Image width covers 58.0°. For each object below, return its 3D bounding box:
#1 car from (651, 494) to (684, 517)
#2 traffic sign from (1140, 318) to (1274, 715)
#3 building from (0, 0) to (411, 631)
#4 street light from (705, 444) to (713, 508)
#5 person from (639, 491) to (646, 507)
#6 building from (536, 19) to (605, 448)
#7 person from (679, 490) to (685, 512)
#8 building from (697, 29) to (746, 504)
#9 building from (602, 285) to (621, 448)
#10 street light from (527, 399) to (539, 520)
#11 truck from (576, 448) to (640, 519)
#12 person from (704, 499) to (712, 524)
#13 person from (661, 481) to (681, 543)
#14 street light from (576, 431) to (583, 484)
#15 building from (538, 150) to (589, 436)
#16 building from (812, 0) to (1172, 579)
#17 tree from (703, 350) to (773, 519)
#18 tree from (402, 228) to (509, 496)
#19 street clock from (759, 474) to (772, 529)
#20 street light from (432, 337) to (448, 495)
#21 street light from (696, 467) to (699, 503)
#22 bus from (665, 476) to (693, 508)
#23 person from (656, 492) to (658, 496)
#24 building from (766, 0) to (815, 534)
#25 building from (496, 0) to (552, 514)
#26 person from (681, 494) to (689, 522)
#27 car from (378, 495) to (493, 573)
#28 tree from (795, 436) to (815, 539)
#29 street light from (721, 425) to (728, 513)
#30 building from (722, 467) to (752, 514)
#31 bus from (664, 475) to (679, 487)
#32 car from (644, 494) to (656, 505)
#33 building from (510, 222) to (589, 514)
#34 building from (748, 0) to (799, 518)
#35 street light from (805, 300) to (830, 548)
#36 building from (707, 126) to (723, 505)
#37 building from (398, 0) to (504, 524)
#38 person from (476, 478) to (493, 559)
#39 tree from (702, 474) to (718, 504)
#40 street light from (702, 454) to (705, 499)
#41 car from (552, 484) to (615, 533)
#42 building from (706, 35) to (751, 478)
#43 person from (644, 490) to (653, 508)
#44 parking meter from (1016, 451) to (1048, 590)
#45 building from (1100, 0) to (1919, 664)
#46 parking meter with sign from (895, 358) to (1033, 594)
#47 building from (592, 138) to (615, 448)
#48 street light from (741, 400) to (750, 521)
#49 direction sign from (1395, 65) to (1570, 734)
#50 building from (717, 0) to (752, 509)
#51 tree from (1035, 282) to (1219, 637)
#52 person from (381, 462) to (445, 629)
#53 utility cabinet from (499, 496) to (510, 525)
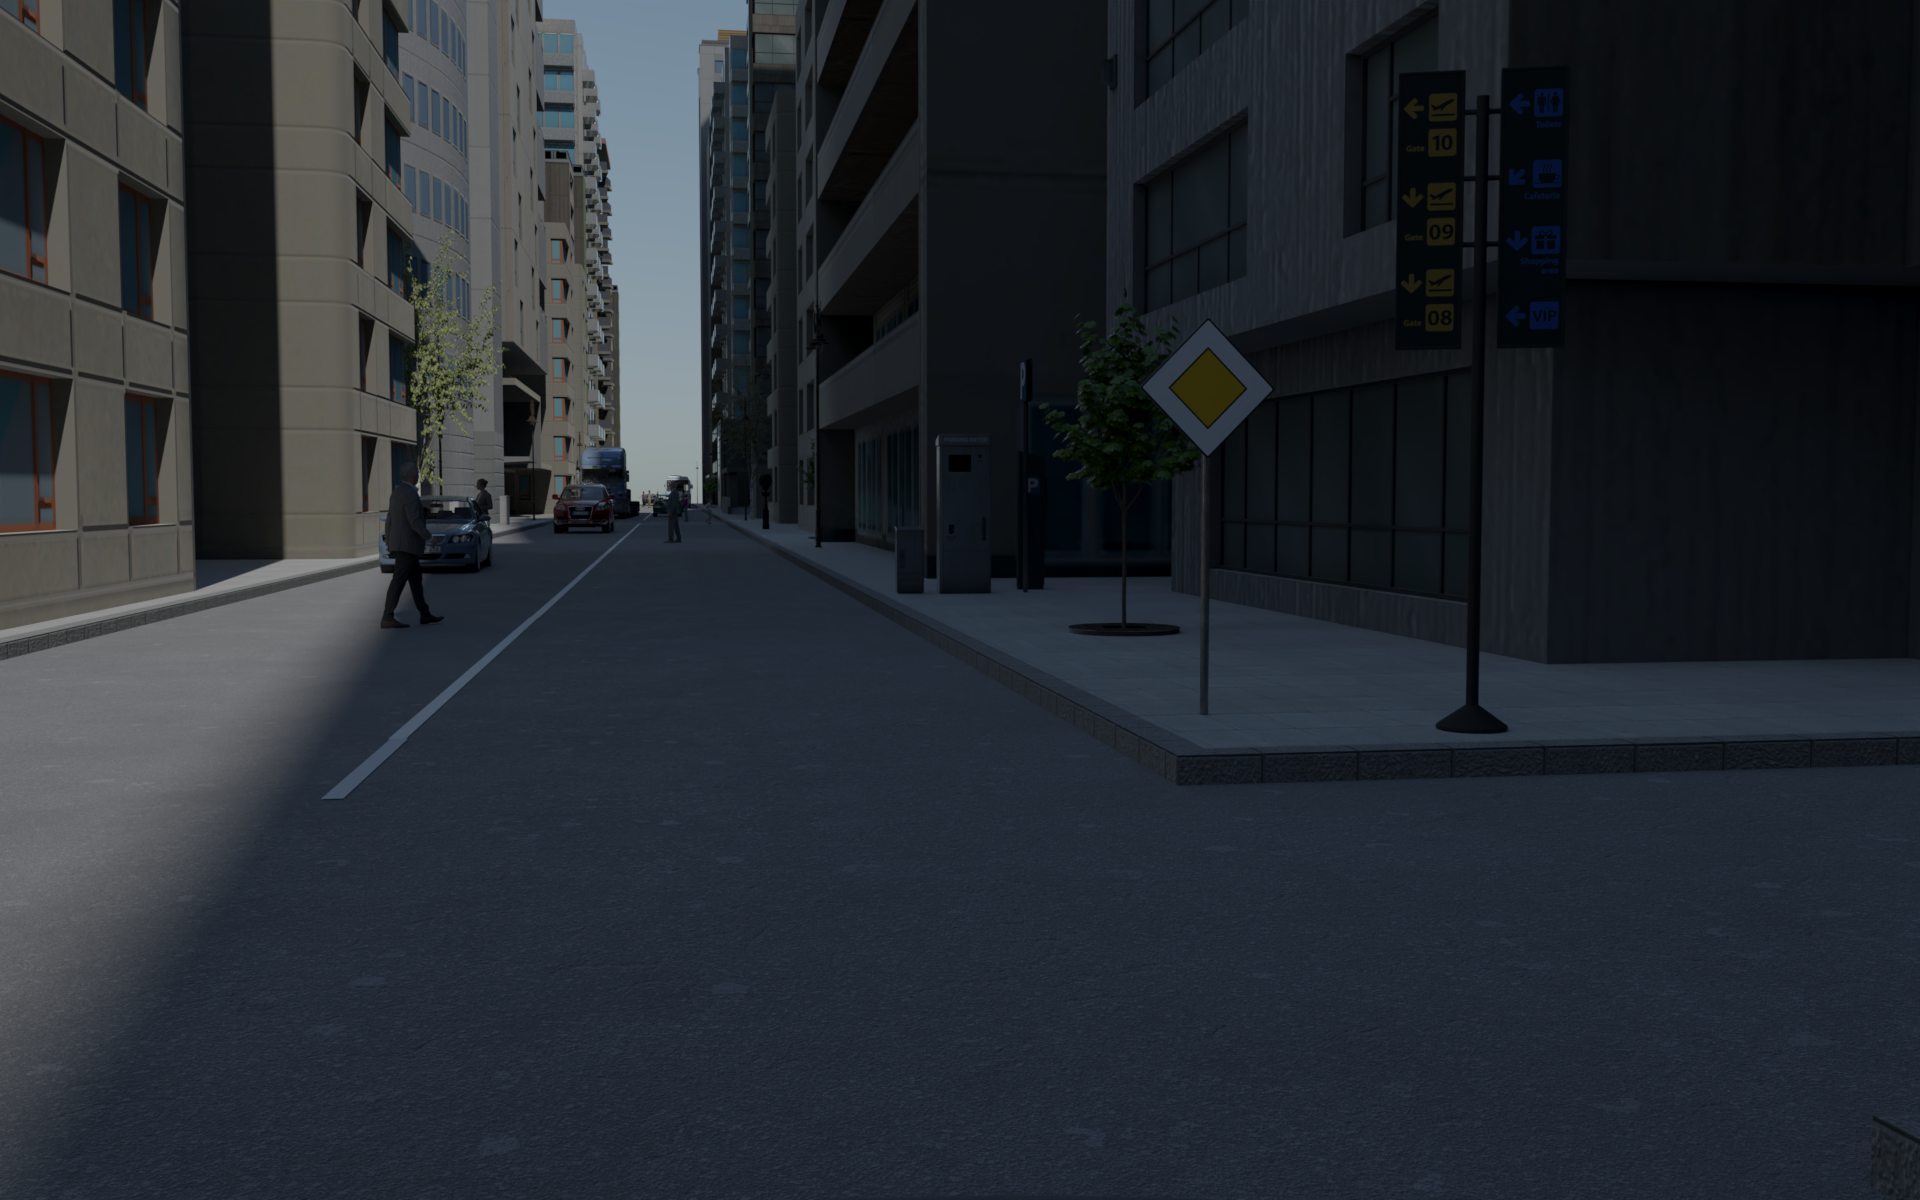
[{"bbox_3d":[-18.580,-6.009,110.049,2.131,1.459,4.920,-1,4,-9],"label":"car"},{"bbox_3d":[1.415,-0.389,10.000,0.795,2.450,0.064,-1,4,-9],"label":"traffic sign"},{"bbox_3d":[-24.727,-11.060,25.873,27.650,21.520,28.899,-1,4,-9],"label":"building"},{"bbox_3d":[-22.872,-11.391,159.030,0.468,5.910,1.993,-1,4,-9],"label":"street light"},{"bbox_3d":[-35.009,-11.129,191.147,1.217,1.739,0.721,3,5,41],"label":"person"},{"bbox_3d":[-48.215,-34.119,177.456,23.786,49.044,30.456,-1,4,-9],"label":"building"},{"bbox_3d":[-21.587,-7.677,134.731,0.721,1.736,1.217,-3,5,-45],"label":"person"},{"bbox_3d":[-23.677,-41.991,228.554,21.231,58.520,28.212,-1,4,-9],"label":"building"},{"bbox_3d":[-52.296,-27.975,229.096,14.160,30.474,14.107,-1,4,-9],"label":"building"},{"bbox_3d":[-20.884,-6.847,84.743,0.468,5.910,1.993,-1,4,-9],"label":"street light"},{"bbox_3d":[-21.278,-7.106,105.947,2.967,4.110,18.799,0,4,-8],"label":"truck"},{"bbox_3d":[-12.046,-4.245,82.916,0.382,1.210,0.505,0,4,-3],"label":"person"},{"bbox_3d":[-8.524,-2.593,51.069,0.590,1.801,0.661,0,4,-2],"label":"person"},{"bbox_3d":[-27.821,-9.421,126.824,0.468,5.910,1.993,-1,4,-9],"label":"street light"},{"bbox_3d":[-38.556,-22.800,144.482,14.160,30.474,14.107,-1,4,-9],"label":"building"},{"bbox_3d":[8.297,-25.267,36.817,21.300,48.544,21.600,-1,4,-9],"label":"building"},{"bbox_3d":[-10.698,-8.401,87.721,4.360,8.622,3.978,0,3,0],"label":"tree"},{"bbox_3d":[-14.576,-5.922,47.191,4.737,8.622,4.395,0,3,0],"label":"tree"},{"bbox_3d":[-7.084,-3.584,63.175,0.358,2.002,0.471,3,4,38],"label":"street clock"},{"bbox_3d":[-15.245,-4.770,50.776,0.468,5.910,1.993,-1,4,-9],"label":"street light"},{"bbox_3d":[-36.615,-16.427,241.369,0.468,5.910,1.993,-1,4,-9],"label":"street light"},{"bbox_3d":[-30.228,-11.698,186.119,2.948,3.499,13.247,-1,4,-8],"label":"bus"},{"bbox_3d":[-40.627,-13.665,232.440,1.217,1.766,0.721,-3,5,-43],"label":"person"},{"bbox_3d":[6.729,-13.822,71.022,27.650,21.520,28.899,-1,4,-9],"label":"building"},{"bbox_3d":[-36.939,-30.829,93.286,28.713,52.752,27.495,-1,4,-9],"label":"building"},{"bbox_3d":[-14.214,-4.761,89.571,0.599,1.433,0.991,-2,4,-29],"label":"person"},{"bbox_3d":[-9.924,-1.283,32.987,2.014,1.417,4.499,-1,4,-11],"label":"car"},{"bbox_3d":[-3.973,-3.370,49.699,1.663,3.219,1.824,0,3,0],"label":"tree"},{"bbox_3d":[-15.807,-8.790,116.506,0.468,5.910,1.993,-1,4,-9],"label":"street light"},{"bbox_3d":[0.011,-26.073,118.180,32.217,40.220,23.993,-1,4,-9],"label":"building"},{"bbox_3d":[-37.369,-14.440,227.643,2.896,3.916,12.252,-1,4,-10],"label":"bus"},{"bbox_3d":[-39.366,-12.749,220.251,2.131,1.459,4.920,-1,4,-8],"label":"car"},{"bbox_3d":[-41.110,-16.975,122.580,27.650,21.520,28.899,-1,4,-9],"label":"building"},{"bbox_3d":[-4.928,-19.970,98.217,14.160,30.474,14.107,-1,4,-9],"label":"building"},{"bbox_3d":[-3.402,-4.199,41.447,0.468,5.910,1.993,-1,4,-9],"label":"street light"},{"bbox_3d":[-23.062,-34.097,207.602,14.600,45.320,14.200,-1,4,-9],"label":"building"},{"bbox_3d":[-28.662,-31.748,61.077,21.231,58.520,28.212,-1,4,-9],"label":"building"},{"bbox_3d":[-10.038,-1.667,36.299,0.362,1.759,0.519,-3,5,-44],"label":"person"},{"bbox_3d":[-23.852,-10.512,166.475,1.663,3.219,1.824,0,3,0],"label":"tree"},{"bbox_3d":[-29.486,-13.855,199.320,0.468,5.910,1.993,-1,4,-9],"label":"street light"},{"bbox_3d":[-14.036,-3.431,64.776,2.281,1.827,5.304,-1,4,-9],"label":"car"},{"bbox_3d":[-15.333,-34.650,186.137,23.786,49.044,30.456,-1,4,-9],"label":"building"},{"bbox_3d":[-31.398,-10.178,174.909,1.348,1.824,0.705,3,5,39],"label":"person"},{"bbox_3d":[0.969,-1.079,23.347,0.399,1.863,0.255,0,4,-5],"label":"parking meter"},{"bbox_3d":[9.788,-14.954,16.206,14.107,30.474,14.160,-1,4,-9],"label":"building"},{"bbox_3d":[0.034,-1.599,22.407,1.738,3.016,0.543,0,4,-7],"label":"parking meter with sign"},{"bbox_3d":[-52.888,-33.774,206.824,22.147,44.769,28.867,-1,4,-9],"label":"building"},{"bbox_3d":[-10.348,-6.773,83.526,0.468,5.910,1.993,-1,4,-9],"label":"street light"},{"bbox_3d":[2.789,-1.060,9.333,0.876,3.537,0.379,1,4,12],"label":"direction sign"},{"bbox_3d":[-8.712,-50.801,143.263,22.319,86.520,31.000,-1,4,-9],"label":"building"},{"bbox_3d":[1.413,-1.304,15.921,1.663,3.219,1.824,0,3,0],"label":"tree"},{"bbox_3d":[-5.894,-0.600,18.705,0.661,1.777,0.834,3,5,42],"label":"person"},{"bbox_3d":[-18.811,-3.692,71.527,0.306,1.237,1.020,0,4,-8],"label":"utility cabinet"}]
